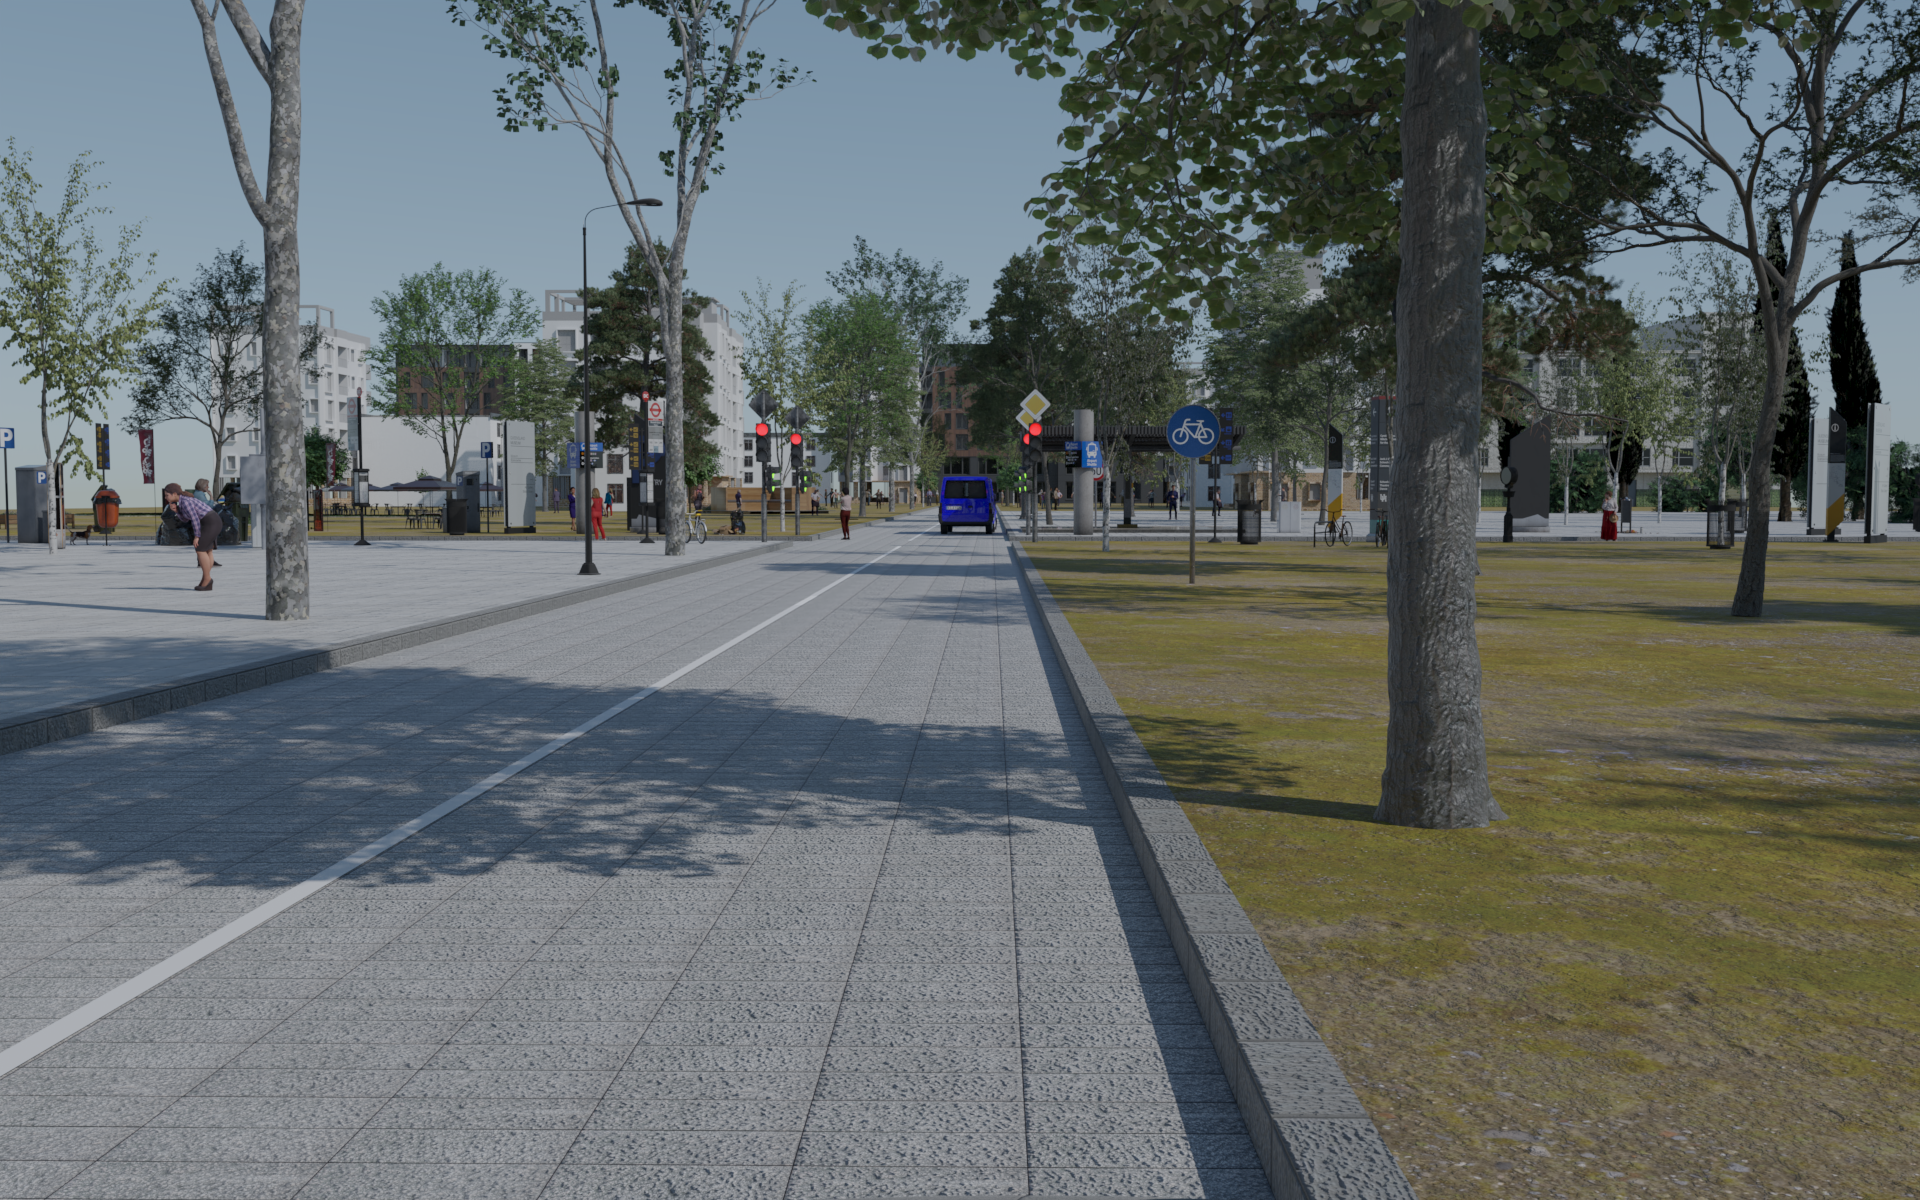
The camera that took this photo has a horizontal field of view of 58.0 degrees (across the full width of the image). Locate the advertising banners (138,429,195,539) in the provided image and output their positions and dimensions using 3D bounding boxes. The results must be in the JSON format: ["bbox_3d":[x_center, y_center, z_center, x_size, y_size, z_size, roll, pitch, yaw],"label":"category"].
[{"bbox_3d":[-21.058,-3.057,46.171,2.074,3.025,0.090,1,4,20],"label":"advertising banners"}]

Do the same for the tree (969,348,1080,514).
[{"bbox_3d":[4.521,-11.291,110.356,9.928,11.665,9.643,0,3,0],"label":"tree"}]

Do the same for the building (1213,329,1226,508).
[{"bbox_3d":[31.273,-18.078,151.993,16.016,20.091,11.380,0,4,1],"label":"building"}]

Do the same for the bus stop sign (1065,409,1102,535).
[{"bbox_3d":[3.866,-3.987,54.197,0.837,3.901,0.837,-2,4,-35],"label":"bus stop sign"}]

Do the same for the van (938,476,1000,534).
[{"bbox_3d":[0.311,-3.605,63.320,2.240,2.365,5.245,0,4,3],"label":"van"}]

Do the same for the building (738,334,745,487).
[{"bbox_3d":[-28.610,-19.727,178.950,11.380,20.091,16.016,0,4,1],"label":"building"}]

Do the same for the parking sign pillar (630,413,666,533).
[{"bbox_3d":[-10.276,-4.231,57.655,1.447,3.967,1.447,1,4,17],"label":"parking sign pillar"}]

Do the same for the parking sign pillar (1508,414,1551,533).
[{"bbox_3d":[19.145,-4.271,58.301,1.447,3.967,1.447,0,4,4],"label":"parking sign pillar"}]

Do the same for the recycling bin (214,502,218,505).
[{"bbox_3d":[-24.002,-2.696,56.640,0.722,1.027,0.722,-1,4,-9],"label":"recycling bin"}]

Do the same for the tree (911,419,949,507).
[{"bbox_3d":[-3.408,-13.339,168.448,4.737,8.622,4.395,0,3,0],"label":"tree"}]

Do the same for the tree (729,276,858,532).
[{"bbox_3d":[-5.879,-6.641,58.944,4.737,8.622,4.395,0,3,0],"label":"tree"}]

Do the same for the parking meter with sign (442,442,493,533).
[{"bbox_3d":[-16.251,-3.723,57.124,0.543,3.016,1.738,3,4,36],"label":"parking meter with sign"}]

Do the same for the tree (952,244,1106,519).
[{"bbox_3d":[3.559,-11.083,88.635,7.806,13.903,7.818,0,3,0],"label":"tree"}]

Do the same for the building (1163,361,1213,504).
[{"bbox_3d":[33.619,-23.374,238.583,11.380,20.091,16.016,0,4,1],"label":"building"}]

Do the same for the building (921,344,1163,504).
[{"bbox_3d":[11.183,-24.567,245.637,32.646,21.610,27.936,0,4,1],"label":"building"}]

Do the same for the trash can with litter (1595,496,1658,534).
[{"bbox_3d":[21.804,-2.811,57.018,1.678,1.210,2.233,-1,4,-12],"label":"trash can with litter"}]

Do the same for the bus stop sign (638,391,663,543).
[{"bbox_3d":[-8.054,-3.461,45.290,0.416,3.939,0.855,2,4,31],"label":"bus stop sign"}]

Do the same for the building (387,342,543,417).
[{"bbox_3d":[-61.756,-24.645,246.927,32.646,21.610,27.936,0,4,1],"label":"building"}]

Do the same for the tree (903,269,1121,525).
[{"bbox_3d":[3.480,-8.417,72.024,7.601,10.594,8.767,3,5,39],"label":"tree"}]

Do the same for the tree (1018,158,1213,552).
[{"bbox_3d":[3.496,-5.386,38.416,4.360,8.622,3.978,0,3,0],"label":"tree"}]

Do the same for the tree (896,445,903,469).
[{"bbox_3d":[-3.644,-15.497,187.793,8.767,10.594,7.601,2,4,29],"label":"tree"}]

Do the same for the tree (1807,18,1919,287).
[{"bbox_3d":[21.616,-7.463,32.391,12.009,13.543,11.850,0,3,0],"label":"tree"}]

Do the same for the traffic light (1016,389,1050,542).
[{"bbox_3d":[1.968,-3.463,45.862,0.839,4.213,0.868,0,4,1],"label":"traffic light"}]

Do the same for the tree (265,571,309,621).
[{"bbox_3d":[-7.859,-9.930,18.245,12.611,20.169,13.585,0,3,0],"label":"tree"}]

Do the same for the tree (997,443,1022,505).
[{"bbox_3d":[6.427,-15.293,200.400,4.737,8.622,4.395,0,3,0],"label":"tree"}]

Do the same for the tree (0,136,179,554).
[{"bbox_3d":[-19.082,-5.281,36.702,4.737,8.622,4.395,0,3,0],"label":"tree"}]

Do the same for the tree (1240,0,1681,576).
[{"bbox_3d":[7.888,-6.426,27.113,6.751,12.117,7.091,0,3,0],"label":"tree"}]

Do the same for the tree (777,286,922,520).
[{"bbox_3d":[-5.546,-9.813,86.190,9.928,11.665,9.643,0,3,0],"label":"tree"}]

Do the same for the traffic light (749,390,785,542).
[{"bbox_3d":[-5.192,-3.470,45.971,0.839,4.213,0.868,0,4,1],"label":"traffic light"}]

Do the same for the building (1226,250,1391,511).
[{"bbox_3d":[30.582,-17.346,140.023,16.016,20.091,11.380,0,4,1],"label":"building"}]

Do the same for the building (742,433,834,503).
[{"bbox_3d":[-31.569,-18.052,237.289,28.070,9.664,9.099,0,4,1],"label":"building"}]

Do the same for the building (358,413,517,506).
[{"bbox_3d":[-48.345,-14.750,183.304,28.070,9.664,9.099,0,4,1],"label":"building"}]

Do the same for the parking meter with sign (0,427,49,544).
[{"bbox_3d":[-24.214,-2.991,45.158,1.738,3.016,0.543,1,4,18],"label":"parking meter with sign"}]

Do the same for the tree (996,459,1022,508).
[{"bbox_3d":[5.359,-10.749,159.461,4.285,4.588,4.351,0,3,0],"label":"tree"}]

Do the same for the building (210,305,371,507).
[{"bbox_3d":[-68.697,-19.770,179.662,11.380,20.091,16.016,0,4,1],"label":"building"}]

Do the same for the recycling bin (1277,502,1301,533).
[{"bbox_3d":[10.896,-2.742,57.394,0.722,1.027,0.722,0,4,4],"label":"recycling bin"}]

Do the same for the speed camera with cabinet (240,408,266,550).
[{"bbox_3d":[-16.438,-2.840,40.762,0.660,3.252,2.038,-1,4,-11],"label":"speed camera with cabinet"}]

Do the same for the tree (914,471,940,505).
[{"bbox_3d":[-4.086,-13.529,204.916,4.285,4.588,4.351,0,3,0],"label":"tree"}]

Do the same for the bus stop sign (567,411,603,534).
[{"bbox_3d":[-11.993,-4.061,55.413,0.837,3.901,0.837,-3,5,-42],"label":"bus stop sign"}]

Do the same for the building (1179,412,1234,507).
[{"bbox_3d":[27.662,-14.075,172.276,9.099,9.664,28.070,0,4,1],"label":"building"}]

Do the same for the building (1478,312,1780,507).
[{"bbox_3d":[64.966,-18.990,176.948,31.486,18.905,16.747,0,4,1],"label":"building"}]

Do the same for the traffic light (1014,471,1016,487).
[{"bbox_3d":[2.109,-3.951,53.846,0.839,4.213,0.868,0,4,1],"label":"traffic light"}]

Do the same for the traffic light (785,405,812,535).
[{"bbox_3d":[-5.052,-3.958,53.955,0.839,4.213,0.868,0,4,1],"label":"traffic light"}]

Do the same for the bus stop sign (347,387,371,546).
[{"bbox_3d":[-15.091,-3.340,43.317,0.855,3.939,0.416,3,5,44],"label":"bus stop sign"}]

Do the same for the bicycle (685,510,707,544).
[{"bbox_3d":[-6.875,-1.935,44.850,0.635,0.972,1.543,-2,4,-33],"label":"bicycle"}]

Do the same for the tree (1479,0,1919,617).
[{"bbox_3d":[8.431,-5.086,17.562,8.767,10.594,7.601,-2,4,-34],"label":"tree"}]

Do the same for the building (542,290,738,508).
[{"bbox_3d":[-30.177,-18.840,164.447,16.016,20.091,11.380,0,4,1],"label":"building"}]

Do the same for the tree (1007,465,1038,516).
[{"bbox_3d":[3.836,-6.503,100.927,1.663,3.219,1.824,0,3,0],"label":"tree"}]

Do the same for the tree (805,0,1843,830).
[{"bbox_3d":[1.922,-5.376,6.022,7.486,12.596,7.792,0,3,0],"label":"tree"}]

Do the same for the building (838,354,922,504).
[{"bbox_3d":[-10.935,-23.458,239.950,11.380,20.091,16.016,0,4,1],"label":"building"}]

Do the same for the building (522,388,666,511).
[{"bbox_3d":[-28.059,-12.354,144.136,9.099,9.664,28.070,0,4,1],"label":"building"}]

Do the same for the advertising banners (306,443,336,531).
[{"bbox_3d":[-22.135,-3.881,59.641,2.074,3.025,0.090,2,4,33],"label":"advertising banners"}]
